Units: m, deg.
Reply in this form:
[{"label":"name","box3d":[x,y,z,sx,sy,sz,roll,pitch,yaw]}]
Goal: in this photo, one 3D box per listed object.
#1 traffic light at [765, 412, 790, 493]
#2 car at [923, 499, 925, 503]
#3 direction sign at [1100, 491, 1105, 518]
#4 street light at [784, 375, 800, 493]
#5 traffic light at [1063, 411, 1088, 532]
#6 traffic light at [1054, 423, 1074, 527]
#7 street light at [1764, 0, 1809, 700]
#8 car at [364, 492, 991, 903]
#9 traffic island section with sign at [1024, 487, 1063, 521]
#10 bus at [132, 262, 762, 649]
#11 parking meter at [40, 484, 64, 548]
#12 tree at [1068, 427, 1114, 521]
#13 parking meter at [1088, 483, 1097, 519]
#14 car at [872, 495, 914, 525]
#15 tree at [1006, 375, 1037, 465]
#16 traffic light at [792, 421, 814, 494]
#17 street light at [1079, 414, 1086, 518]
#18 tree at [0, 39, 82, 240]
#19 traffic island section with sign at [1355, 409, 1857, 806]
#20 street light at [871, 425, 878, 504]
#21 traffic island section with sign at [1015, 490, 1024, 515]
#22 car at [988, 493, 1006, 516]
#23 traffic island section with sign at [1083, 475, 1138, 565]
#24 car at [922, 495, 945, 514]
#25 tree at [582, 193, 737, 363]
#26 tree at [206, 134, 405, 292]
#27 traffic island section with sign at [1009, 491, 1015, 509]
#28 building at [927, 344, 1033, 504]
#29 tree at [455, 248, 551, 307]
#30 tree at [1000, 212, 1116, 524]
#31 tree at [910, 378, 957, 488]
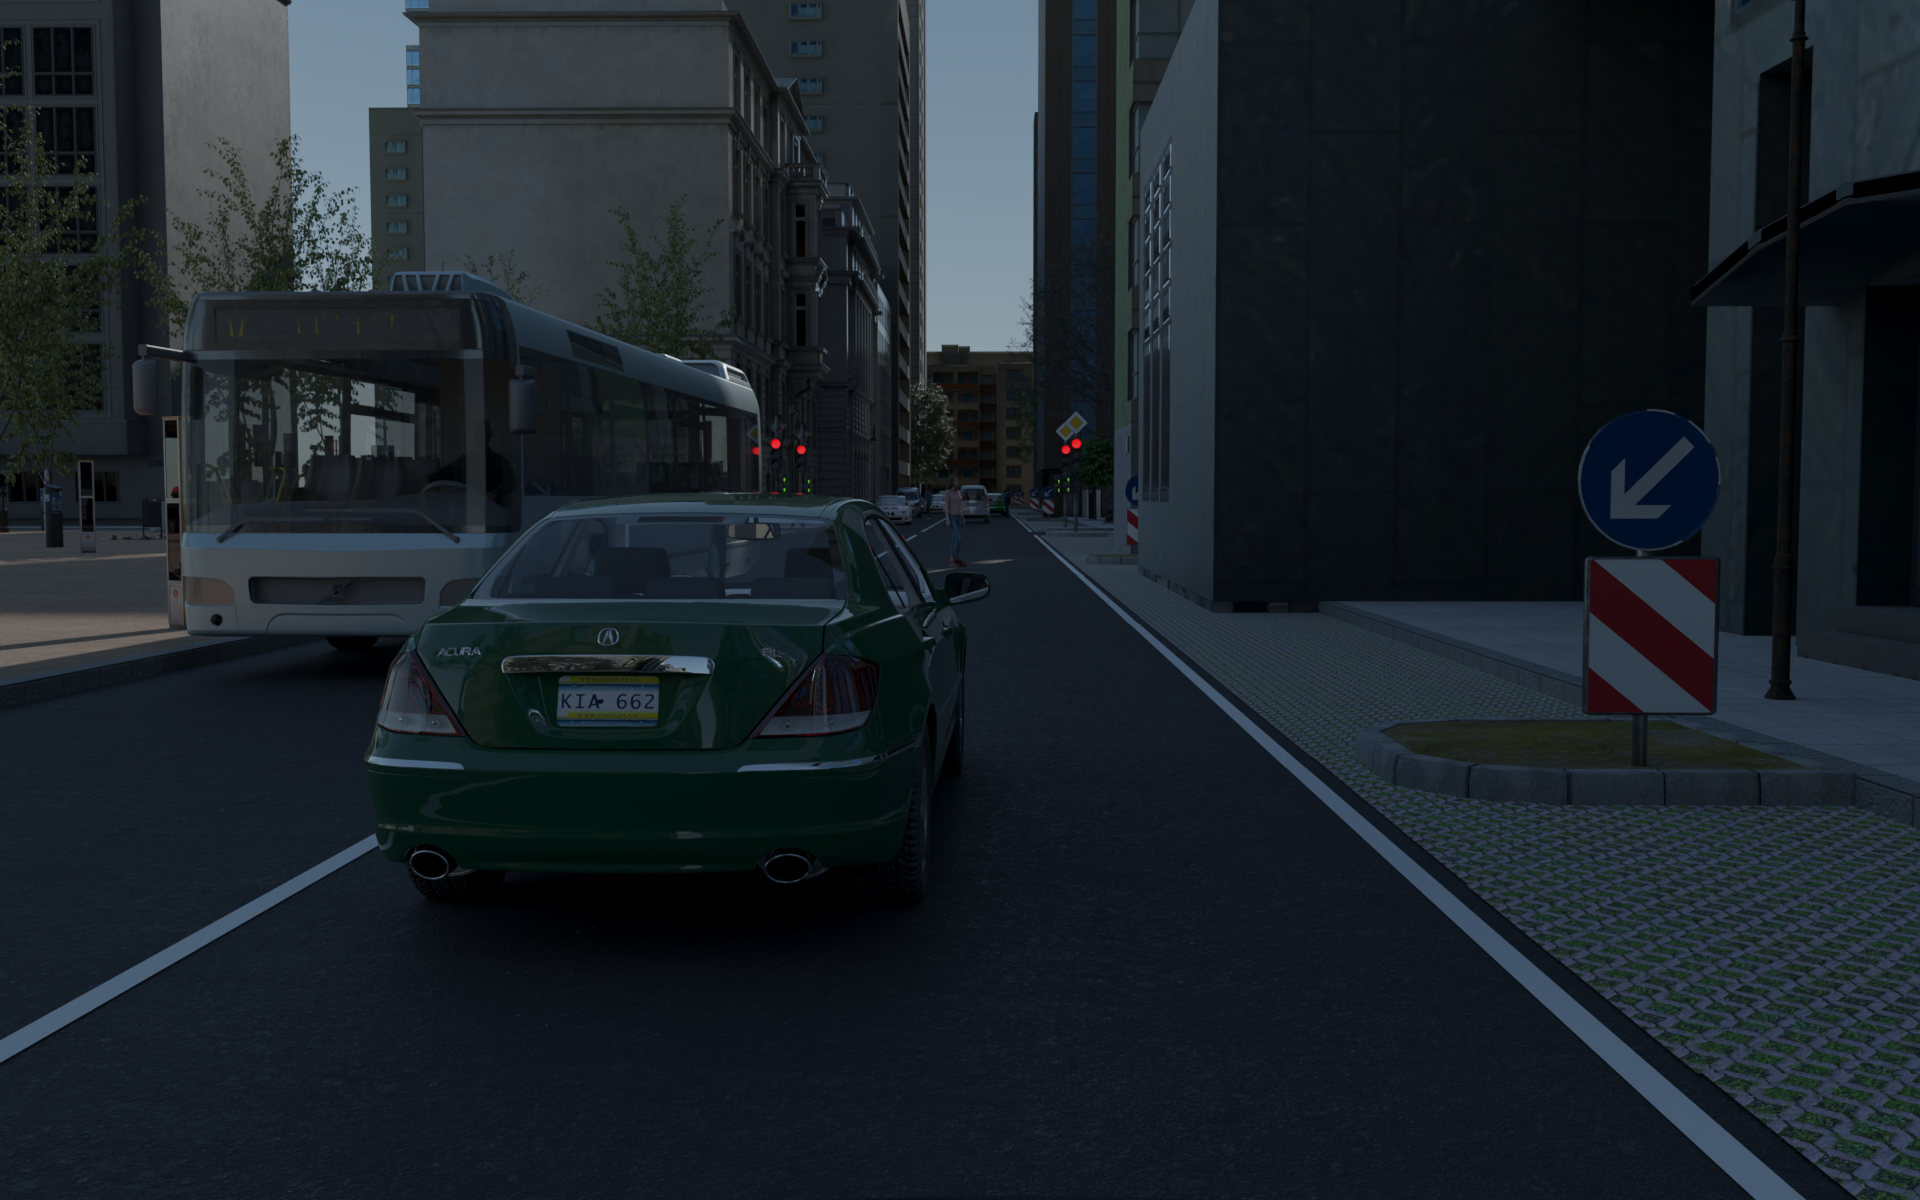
[{"label":"traffic light","box3d":[-6.200,-4.277,58.851,0.839,4.253,0.868,0,4,1]},{"label":"car","box3d":[-2.530,-9.094,161.269,1.945,1.354,3.894,0,4,2]},{"label":"direction sign","box3d":[7.712,-6.251,94.208,0.876,3.537,0.379,-1,4,-20]},{"label":"street light","box3d":[-6.500,-5.767,67.086,0.468,5.910,1.993,0,4,1]},{"label":"traffic light","box3d":[3.910,-4.268,58.699,0.839,4.253,0.868,0,4,1]},{"label":"traffic light","box3d":[4.044,-4.756,66.683,0.839,4.253,0.868,0,4,1]},{"label":"street light","box3d":[5.142,-2.318,10.682,0.468,5.910,1.993,0,4,1]},{"label":"car","box3d":[-0.950,0.261,7.527,2.131,1.459,4.920,0,4,3]},{"label":"traffic island section with sign","box3d":[4.513,-5.062,91.391,1.989,1.847,2.006,0,4,1]},{"label":"bus","box3d":[-4.460,-1.461,18.748,2.948,3.499,13.247,0,4,2]},{"label":"parking meter","box3d":[-21.803,-2.035,41.678,0.372,1.533,0.369,0,3,0]},{"label":"tree","box3d":[6.711,-6.165,84.515,4.285,4.588,4.351,0,3,0]},{"label":"parking meter","box3d":[6.799,-5.093,88.979,0.255,1.863,0.399,-3,5,-40]},{"label":"car","box3d":[-3.204,-4.225,81.443,2.083,1.381,4.827,0,4,0]},{"label":"tree","box3d":[7.775,-13.602,148.153,9.928,11.665,9.643,0,3,0]},{"label":"traffic light","box3d":[-6.066,-4.765,66.835,0.839,4.253,0.868,0,4,1]},{"label":"street light","box3d":[6.578,-7.441,94.441,0.468,5.910,1.993,0,4,1]},{"label":"tree","box3d":[-15.453,-4.715,27.455,4.737,8.622,4.395,0,3,0]},{"label":"traffic island section with sign","box3d":[3.120,-0.014,8.857,1.989,1.847,2.006,0,4,1]},{"label":"street light","box3d":[-5.671,-8.654,114.280,0.468,5.910,1.993,0,4,1]},{"label":"traffic island section with sign","box3d":[4.948,-6.710,118.343,1.989,1.847,2.006,0,4,1]},{"label":"car","box3d":[2.100,-6.374,113.007,1.959,1.807,4.718,0,4,-1]},{"label":"traffic island section with sign","box3d":[3.572,-1.662,35.808,1.989,1.847,2.006,0,4,1]},{"label":"car","box3d":[-1.786,-7.066,127.888,2.083,1.381,4.827,0,4,0]},{"label":"tree","box3d":[-7.552,-5.671,43.080,4.737,8.622,4.395,0,3,0]},{"label":"tree","box3d":[-14.032,-5.162,34.763,4.737,8.622,4.395,0,3,0]},{"label":"traffic island section with sign","box3d":[5.796,-9.795,168.769,1.989,1.847,2.006,0,4,1]},{"label":"building","box3d":[-0.442,-24.137,239.677,28.899,21.520,27.650,0,4,1]},{"label":"tree","box3d":[-14.117,-6.180,51.410,4.360,8.622,3.978,0,3,0]},{"label":"tree","box3d":[6.792,-10.078,75.152,12.009,13.543,11.850,0,3,0]},{"label":"tree","box3d":[-4.916,-17.460,192.131,9.857,13.997,8.962,0,3,0]}]
